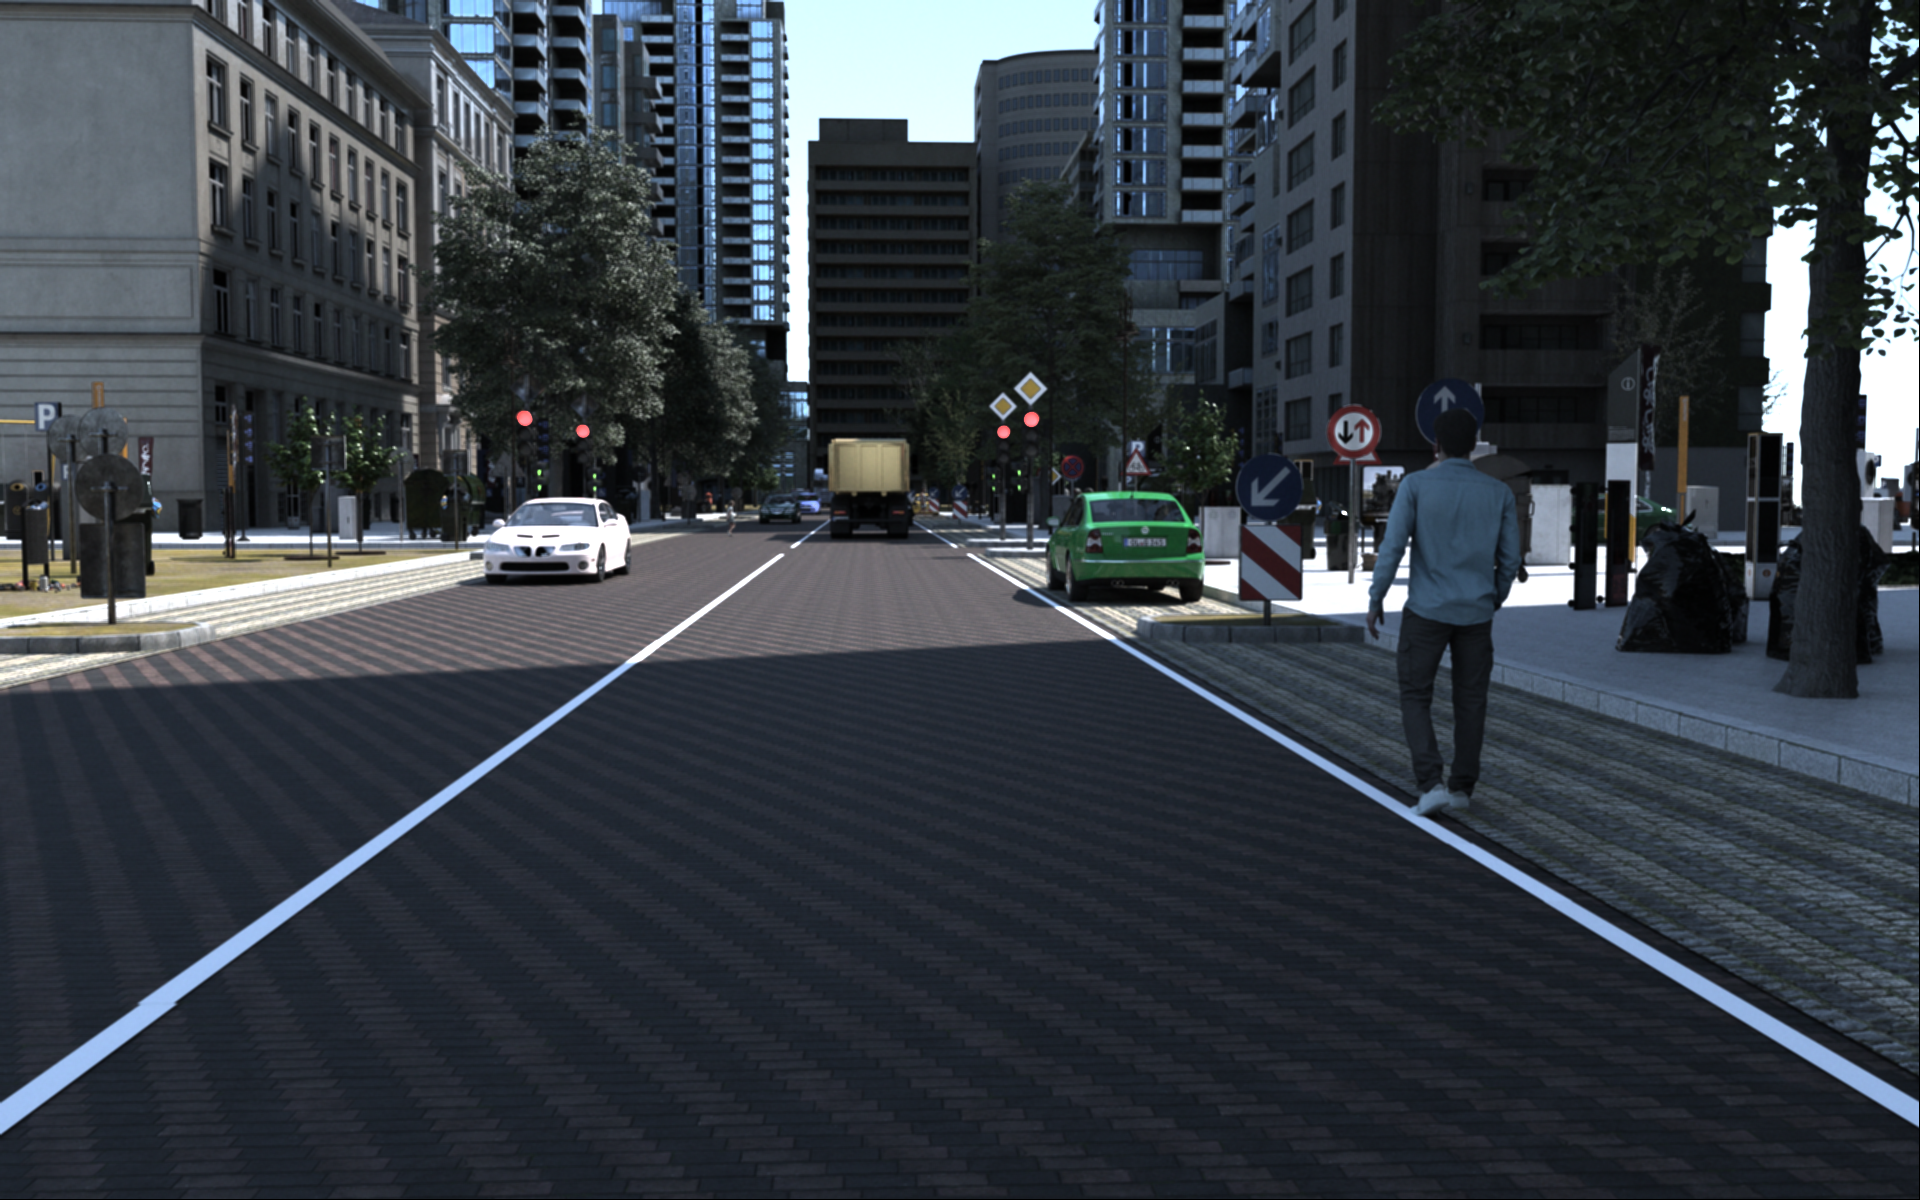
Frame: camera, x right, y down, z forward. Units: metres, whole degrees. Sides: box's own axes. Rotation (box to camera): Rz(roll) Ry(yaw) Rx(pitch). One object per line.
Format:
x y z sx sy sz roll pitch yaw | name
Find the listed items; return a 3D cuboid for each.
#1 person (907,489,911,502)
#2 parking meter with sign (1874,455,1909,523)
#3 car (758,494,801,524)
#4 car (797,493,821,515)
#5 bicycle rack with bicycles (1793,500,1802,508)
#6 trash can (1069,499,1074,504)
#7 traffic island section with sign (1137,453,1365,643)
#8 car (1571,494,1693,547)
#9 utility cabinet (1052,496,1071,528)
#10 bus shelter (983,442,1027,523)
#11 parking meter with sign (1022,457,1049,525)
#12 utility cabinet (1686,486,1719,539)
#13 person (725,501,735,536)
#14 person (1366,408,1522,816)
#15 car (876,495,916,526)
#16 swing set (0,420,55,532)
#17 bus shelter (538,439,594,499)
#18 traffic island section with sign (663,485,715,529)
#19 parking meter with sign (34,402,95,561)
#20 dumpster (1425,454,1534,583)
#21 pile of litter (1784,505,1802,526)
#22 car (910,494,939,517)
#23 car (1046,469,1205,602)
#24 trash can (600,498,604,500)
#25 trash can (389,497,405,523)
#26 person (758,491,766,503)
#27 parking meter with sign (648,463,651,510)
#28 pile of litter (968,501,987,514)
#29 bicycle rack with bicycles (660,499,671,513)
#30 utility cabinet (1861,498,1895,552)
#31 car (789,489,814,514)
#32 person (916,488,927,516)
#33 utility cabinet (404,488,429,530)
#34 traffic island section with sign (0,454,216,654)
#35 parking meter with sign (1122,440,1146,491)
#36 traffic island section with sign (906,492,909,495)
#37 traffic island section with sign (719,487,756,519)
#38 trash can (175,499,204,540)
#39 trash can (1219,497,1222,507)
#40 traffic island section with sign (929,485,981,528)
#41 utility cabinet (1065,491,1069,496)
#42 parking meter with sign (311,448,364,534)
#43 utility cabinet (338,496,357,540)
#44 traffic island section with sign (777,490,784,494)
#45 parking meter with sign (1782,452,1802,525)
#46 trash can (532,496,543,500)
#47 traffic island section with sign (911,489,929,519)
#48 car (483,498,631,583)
-3.525 -6.946 122.412 0.624 1.780 0.694 0 4 1 | person
41.310 -4.932 76.893 1.738 3.016 0.543 -1 4 -16 | parking meter with sign
-8.791 -4.465 84.803 2.131 1.459 4.920 0 4 -2 | car
-10.500 -6.710 119.297 1.945 1.707 3.694 0 4 -2 | car
54.771 -6.026 111.906 2.925 0.926 2.852 -3 5 -39 | bicycle rack with bicycles
3.602 -2.431 51.402 0.748 1.137 0.748 0 3 0 | trash can
2.846 -0.543 17.503 1.989 1.847 2.006 0 4 -3 | traffic island section with sign
16.325 -2.016 44.752 4.920 1.459 2.131 0 4 -4 | car
3.841 -3.380 66.419 1.020 1.237 0.306 0 4 5 | utility cabinet
2.120 -5.349 78.740 1.731 3.624 6.357 0 4 -3 | bus shelter
3.345 -4.643 72.180 0.543 3.016 1.738 -3 4 -36 | parking meter with sign
20.740 -2.436 48.504 1.173 1.500 0.318 -2 4 -31 | utility cabinet
-7.839 -2.765 58.728 0.382 1.210 0.505 -2 4 -33 | person
2.191 0.044 7.795 0.660 1.820 0.620 0 4 -3 | person
-3.016 -4.243 79.167 2.009 1.686 4.222 0 4 -3 | car
-20.655 -2.378 36.506 3.119 2.851 2.862 -3 5 -41 | swing set
-16.906 -5.136 75.258 1.731 3.624 6.357 0 4 -3 | bus shelter
-11.222 -3.867 71.846 1.989 1.847 2.006 0 4 -3 | traffic island section with sign
-17.092 -2.293 33.748 0.543 3.016 1.738 1 4 15 | parking meter with sign
7.660 -1.224 25.774 1.264 1.857 1.865 0 4 -3 | dumpster
33.676 -3.386 69.322 1.176 0.858 1.719 1 4 9 | pile of litter
-2.262 -5.987 108.107 2.015 1.641 3.980 0 4 -5 | car
2.249 -0.952 24.362 1.959 1.807 4.718 0 4 -3 | car
-13.166 -3.095 62.261 0.748 1.137 0.748 0 3 0 | trash can
-25.224 -4.041 77.722 0.748 1.137 0.748 0 3 0 | trash can
-22.945 -11.839 202.154 1.350 1.814 0.705 1 4 11 | person
-17.401 -6.158 96.937 0.543 3.016 1.738 0 4 5 | parking meter with sign
0.984 -5.969 111.550 1.719 0.858 1.176 0 4 -1 | pile of litter
-20.247 -6.461 119.018 2.852 0.926 2.925 3 5 42 | bicycle rack with bicycles
15.126 -1.090 28.982 0.306 1.237 1.020 -1 4 -11 | utility cabinet
-11.830 -7.315 128.268 2.281 1.827 5.304 0 4 -5 | car
-2.281 -5.823 103.802 0.778 1.811 0.616 0 4 7 | person
-19.139 -3.202 61.029 0.318 1.500 1.173 1 4 11 | utility cabinet
-8.225 -0.471 16.336 1.989 1.847 2.006 0 4 -3 | traffic island section with sign
5.470 -3.634 55.676 0.543 3.016 1.738 1 4 23 | parking meter with sign
-5.764 -10.274 176.607 1.989 1.847 2.006 0 4 -3 | traffic island section with sign
-12.695 -5.521 98.902 1.989 1.847 2.006 0 4 -3 | traffic island section with sign
-21.709 -2.275 48.850 0.748 1.137 0.748 0 3 0 | trash can
11.983 -4.146 79.438 0.748 1.137 0.748 0 3 0 | trash can
-0.153 -3.939 73.032 1.989 1.847 2.006 0 4 -3 | traffic island section with sign
6.499 -6.386 113.085 1.173 1.500 0.318 1 4 11 | utility cabinet
-20.321 -3.680 56.428 1.738 3.016 0.543 0 4 6 | parking meter with sign
-17.255 -2.315 49.008 0.306 1.237 1.020 -3 5 -42 | utility cabinet
-15.434 -8.619 149.546 1.989 1.847 2.006 0 4 -3 | traffic island section with sign
33.889 -4.590 71.300 0.543 3.016 1.738 -3 5 -40 | parking meter with sign
-28.285 -6.366 115.735 0.748 1.137 0.748 0 3 0 | trash can
-1.647 -5.612 100.380 1.989 1.847 2.006 0 4 -3 | traffic island section with sign
-6.761 -1.045 29.443 2.083 1.381 4.827 0 4 -2 | car
